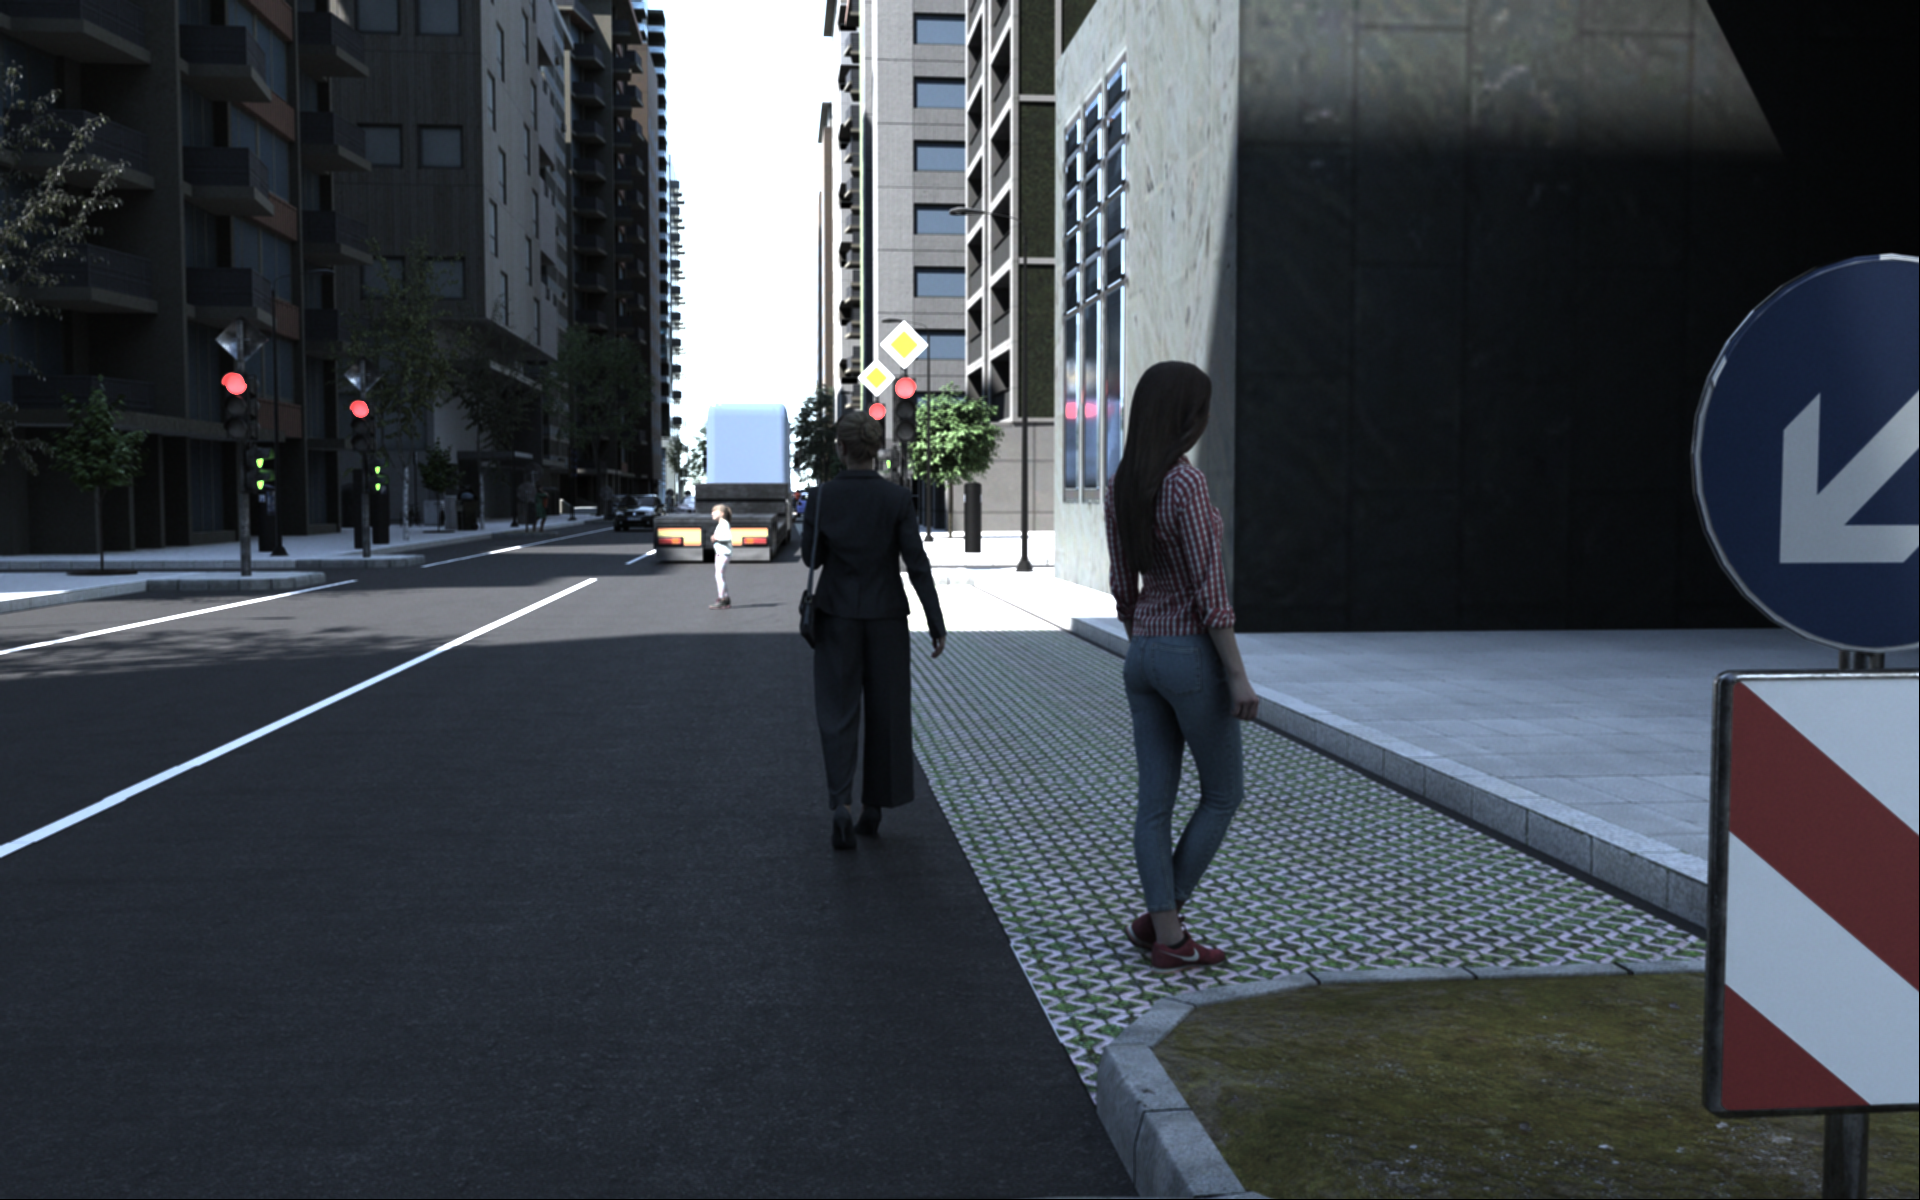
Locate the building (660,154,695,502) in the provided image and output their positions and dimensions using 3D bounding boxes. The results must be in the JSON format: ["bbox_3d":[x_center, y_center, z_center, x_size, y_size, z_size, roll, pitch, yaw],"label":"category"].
[{"bbox_3d":[-49.091,-37.831,238.139,23.786,49.044,30.456,0,4,-6],"label":"building"}]

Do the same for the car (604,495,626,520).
[{"bbox_3d":[-17.608,-4.806,90.579,2.014,1.417,4.499,0,4,-7],"label":"car"}]

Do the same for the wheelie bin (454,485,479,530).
[{"bbox_3d":[-17.487,-3.271,61.396,0.693,1.594,0.980,-3,5,-44],"label":"wheelie bin"}]

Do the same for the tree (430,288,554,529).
[{"bbox_3d":[-17.096,-6.865,62.603,4.360,8.622,3.978,0,3,0],"label":"tree"}]

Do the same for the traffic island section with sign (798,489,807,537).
[{"bbox_3d":[-4.370,-3.041,58.349,1.989,1.847,2.006,0,4,-6],"label":"traffic island section with sign"}]

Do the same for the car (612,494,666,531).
[{"bbox_3d":[-12.574,-3.565,68.077,2.009,1.686,4.222,0,4,-4],"label":"car"}]

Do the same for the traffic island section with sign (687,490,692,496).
[{"bbox_3d":[-25.279,-9.347,161.449,1.989,1.847,2.006,0,4,-6],"label":"traffic island section with sign"}]

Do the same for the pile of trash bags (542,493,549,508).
[{"bbox_3d":[-25.557,-5.560,100.665,3.447,1.369,1.912,0,4,7],"label":"pile of trash bags"}]

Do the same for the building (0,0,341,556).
[{"bbox_3d":[-29.336,-24.007,47.134,22.147,44.769,28.867,0,4,-6],"label":"building"}]

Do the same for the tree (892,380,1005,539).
[{"bbox_3d":[-0.348,-4.059,50.078,4.285,4.588,4.351,0,3,0],"label":"tree"}]

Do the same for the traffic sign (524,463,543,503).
[{"bbox_3d":[-17.511,-4.343,71.106,0.768,2.556,0.104,0,4,-5],"label":"traffic sign"}]

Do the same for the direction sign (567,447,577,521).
[{"bbox_3d":[-19.245,-5.758,86.141,0.379,3.537,0.876,1,4,13],"label":"direction sign"}]

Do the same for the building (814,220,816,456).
[{"bbox_3d":[-13.443,-36.632,249.051,14.600,45.320,14.200,0,4,-6],"label":"building"}]

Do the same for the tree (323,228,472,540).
[{"bbox_3d":[-15.557,-5.988,48.265,4.737,8.622,4.395,0,3,0],"label":"tree"}]

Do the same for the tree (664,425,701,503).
[{"bbox_3d":[-29.912,-14.371,185.333,4.737,8.622,4.395,0,3,0],"label":"tree"}]

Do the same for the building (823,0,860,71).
[{"bbox_3d":[1.136,-35.699,172.921,28.713,52.752,27.495,0,4,-6],"label":"building"}]

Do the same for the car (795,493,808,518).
[{"bbox_3d":[-9.197,-5.930,106.548,1.945,1.707,3.694,0,4,-5],"label":"car"}]

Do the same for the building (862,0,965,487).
[{"bbox_3d":[5.018,-33.959,97.221,21.231,58.520,28.212,0,4,-6],"label":"building"}]

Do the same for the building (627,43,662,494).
[{"bbox_3d":[-36.782,-31.747,169.167,14.600,45.320,14.200,0,4,-6],"label":"building"}]

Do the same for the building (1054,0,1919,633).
[{"bbox_3d":[14.140,-42.622,9.543,22.319,86.520,31.000,0,4,-6],"label":"building"}]

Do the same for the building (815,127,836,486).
[{"bbox_3d":[-9.459,-34.085,207.404,14.600,45.320,14.200,0,4,-6],"label":"building"}]

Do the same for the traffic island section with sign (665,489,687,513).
[{"bbox_3d":[-22.465,-7.707,134.640,1.989,1.847,2.006,0,4,-6],"label":"traffic island section with sign"}]

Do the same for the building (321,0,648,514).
[{"bbox_3d":[-38.500,-30.118,147.046,22.147,44.769,28.867,0,4,-6],"label":"building"}]

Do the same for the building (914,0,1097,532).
[{"bbox_3d":[9.244,-38.155,62.081,20.563,71.187,20.611,0,4,-6],"label":"building"}]

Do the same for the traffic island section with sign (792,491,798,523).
[{"bbox_3d":[-7.205,-4.701,85.484,1.989,1.847,2.006,0,4,-6],"label":"traffic island section with sign"}]

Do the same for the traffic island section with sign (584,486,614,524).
[{"bbox_3d":[-17.212,-4.634,84.400,1.989,1.847,2.006,0,4,-6],"label":"traffic island section with sign"}]

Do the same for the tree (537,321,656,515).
[{"bbox_3d":[-22.121,-10.983,105.331,9.928,11.665,9.643,0,3,0],"label":"tree"}]

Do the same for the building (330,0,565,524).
[{"bbox_3d":[-34.461,-30.179,82.666,28.713,52.752,27.495,0,4,-6],"label":"building"}]

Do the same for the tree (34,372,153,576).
[{"bbox_3d":[-13.644,-2.017,27.580,1.663,3.219,1.824,0,3,0],"label":"tree"}]

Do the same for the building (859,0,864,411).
[{"bbox_3d":[-0.150,-26.870,122.920,14.154,41.232,14.086,0,4,-6],"label":"building"}]

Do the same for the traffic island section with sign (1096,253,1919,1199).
[{"bbox_3d":[1.349,0.305,3.645,1.989,1.847,2.006,0,4,-6],"label":"traffic island section with sign"}]

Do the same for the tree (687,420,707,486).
[{"bbox_3d":[-37.639,-21.046,262.229,7.486,12.596,7.792,0,3,0],"label":"tree"}]

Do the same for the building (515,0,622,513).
[{"bbox_3d":[-40.495,-26.187,120.040,32.217,40.220,23.993,0,4,-6],"label":"building"}]

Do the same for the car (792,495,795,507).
[{"bbox_3d":[-16.156,-9.856,173.142,2.014,1.417,4.499,0,4,-7],"label":"car"}]

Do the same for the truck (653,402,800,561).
[{"bbox_3d":[-5.789,-3.376,44.955,2.967,4.110,18.799,0,4,-4],"label":"truck"}]

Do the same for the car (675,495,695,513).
[{"bbox_3d":[-14.183,-4.929,92.945,2.083,1.381,4.827,0,4,-5],"label":"car"}]

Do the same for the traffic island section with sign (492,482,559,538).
[{"bbox_3d":[-14.410,-2.995,57.591,1.989,1.847,2.006,0,4,-6],"label":"traffic island section with sign"}]

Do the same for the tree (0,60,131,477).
[{"bbox_3d":[-13.187,-4.380,21.978,4.360,8.622,3.978,0,3,0],"label":"tree"}]

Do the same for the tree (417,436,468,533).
[{"bbox_3d":[-17.291,-3.866,57.817,1.663,3.219,1.824,0,3,0],"label":"tree"}]

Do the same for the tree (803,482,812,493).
[{"bbox_3d":[-20.451,-14.618,233.606,1.663,3.219,1.824,0,3,0],"label":"tree"}]

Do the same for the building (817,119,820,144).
[{"bbox_3d":[-4.087,-39.122,228.877,28.713,52.752,27.495,0,4,-6],"label":"building"}]

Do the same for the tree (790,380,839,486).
[{"bbox_3d":[-15.093,-17.645,195.150,9.857,13.997,8.962,0,3,0],"label":"tree"}]

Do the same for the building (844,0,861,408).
[{"bbox_3d":[1.645,-29.989,144.937,22.147,44.769,28.867,0,4,-6],"label":"building"}]

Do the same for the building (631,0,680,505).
[{"bbox_3d":[-44.746,-54.664,206.431,22.319,86.520,31.000,0,4,-6],"label":"building"}]

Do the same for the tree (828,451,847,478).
[{"bbox_3d":[-7.056,-7.987,114.298,4.285,4.588,4.351,0,3,0],"label":"tree"}]
